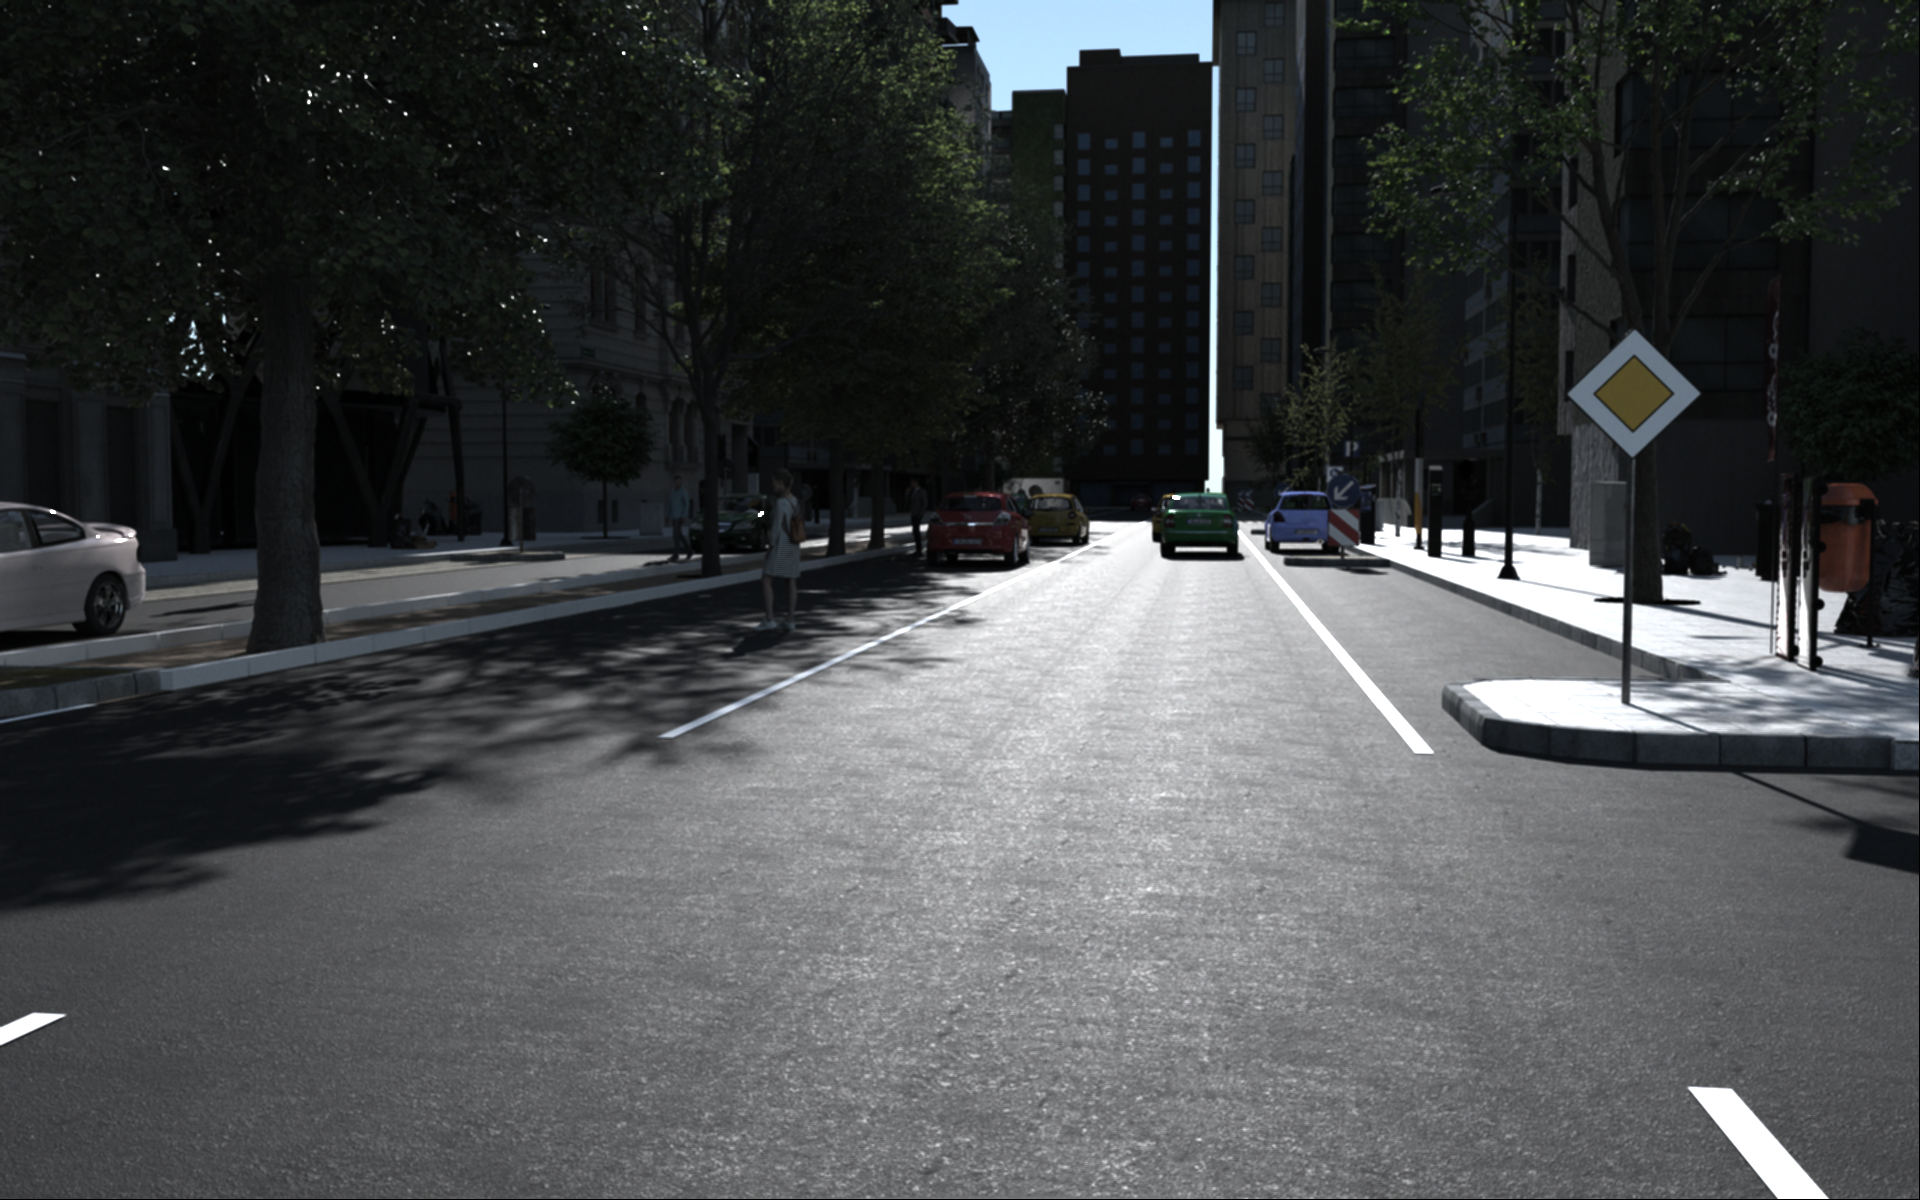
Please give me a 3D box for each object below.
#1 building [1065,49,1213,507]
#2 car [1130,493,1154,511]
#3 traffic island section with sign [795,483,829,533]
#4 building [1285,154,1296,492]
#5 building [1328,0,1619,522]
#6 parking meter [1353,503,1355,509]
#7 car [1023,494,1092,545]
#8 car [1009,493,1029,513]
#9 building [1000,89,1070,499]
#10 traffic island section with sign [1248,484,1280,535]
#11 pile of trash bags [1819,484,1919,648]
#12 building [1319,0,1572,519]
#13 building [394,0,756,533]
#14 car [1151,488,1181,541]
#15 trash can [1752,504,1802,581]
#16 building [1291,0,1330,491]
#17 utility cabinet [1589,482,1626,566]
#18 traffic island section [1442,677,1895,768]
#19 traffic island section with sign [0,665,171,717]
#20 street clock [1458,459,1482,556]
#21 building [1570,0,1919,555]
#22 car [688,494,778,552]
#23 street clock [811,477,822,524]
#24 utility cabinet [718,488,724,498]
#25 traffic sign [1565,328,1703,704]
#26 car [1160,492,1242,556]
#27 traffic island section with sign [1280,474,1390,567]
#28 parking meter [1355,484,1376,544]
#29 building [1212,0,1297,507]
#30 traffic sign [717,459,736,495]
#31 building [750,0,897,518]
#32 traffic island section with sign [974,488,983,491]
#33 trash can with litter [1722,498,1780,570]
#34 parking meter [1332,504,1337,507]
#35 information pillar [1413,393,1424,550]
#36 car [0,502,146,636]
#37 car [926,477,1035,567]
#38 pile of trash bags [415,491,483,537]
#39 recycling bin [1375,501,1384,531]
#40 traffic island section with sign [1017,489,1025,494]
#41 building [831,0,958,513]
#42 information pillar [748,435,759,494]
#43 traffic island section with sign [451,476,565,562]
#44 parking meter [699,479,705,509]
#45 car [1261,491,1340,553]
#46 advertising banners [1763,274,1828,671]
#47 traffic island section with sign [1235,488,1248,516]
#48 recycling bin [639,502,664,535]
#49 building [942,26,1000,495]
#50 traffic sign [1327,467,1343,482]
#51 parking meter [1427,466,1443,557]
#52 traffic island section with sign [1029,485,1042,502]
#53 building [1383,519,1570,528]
[{"bbox_3d":[18.518,-32.264,177.623,14.200,45.320,14.600,0,4,8],"label":"building"},{"bbox_3d":[15.848,-8.685,151.038,2.155,1.783,4.494,0,4,8],"label":"car"},{"bbox_3d":[-5.856,-3.394,64.123,1.989,1.847,2.006,0,4,8],"label":"traffic island section with sign"},{"bbox_3d":[35.208,-23.083,149.113,14.160,30.474,14.107,0,4,8],"label":"building"},{"bbox_3d":[27.639,-19.923,97.436,14.160,30.474,14.107,0,4,8],"label":"building"},{"bbox_3d":[13.746,-3.137,59.697,0.372,1.533,0.369,0,3,0],"label":"parking meter"},{"bbox_3d":[2.794,-2.458,50.407,2.015,1.641,3.980,1,4,9],"label":"car"},{"bbox_3d":[3.299,-5.830,104.119,1.959,1.807,4.718,0,4,7],"label":"car"},{"bbox_3d":[4.477,-30.328,179.454,14.086,41.232,14.154,0,4,8],"label":"building"},{"bbox_3d":[11.425,-3.260,61.927,1.989,1.847,2.006,0,4,8],"label":"traffic island section with sign"},{"bbox_3d":[8.727,-0.348,15.450,3.447,1.369,1.912,-2,4,-31],"label":"pile of trash bags"},{"bbox_3d":[39.989,-25.854,114.592,32.217,40.220,23.993,0,4,8],"label":"building"},{"bbox_3d":[-17.043,-17.188,68.418,14.401,28.519,23.554,0,4,8],"label":"building"},{"bbox_3d":[6.950,-2.685,54.116,2.015,1.641,3.980,1,4,10],"label":"car"},{"bbox_3d":[12.175,-0.862,25.754,0.748,1.137,0.748,0,3,0],"label":"trash can"},{"bbox_3d":[33.328,-29.634,134.634,14.600,45.320,14.200,0,4,8],"label":"building"},{"bbox_3d":[11.617,-1.349,30.736,1.173,1.500,0.318,-3,5,-43],"label":"utility cabinet"},{"bbox_3d":[4.100,0.713,10.623,2.009,0.180,2.903,0,4,8],"label":"traffic island section"},{"bbox_3d":[-6.912,-0.227,11.844,2.006,1.907,1.989,0,4,8],"label":"traffic island section with sign"},{"bbox_3d":[10.550,-1.915,35.877,0.358,2.002,0.471,-2,4,-26],"label":"street clock"},{"bbox_3d":[21.819,-16.505,41.558,14.160,30.474,14.107,0,4,8],"label":"building"},{"bbox_3d":[-5.537,-1.999,44.484,2.131,1.459,4.920,1,4,9],"label":"car"},{"bbox_3d":[-6.226,-4.327,75.318,0.471,2.002,0.358,-1,4,-14],"label":"street clock"},{"bbox_3d":[-8.373,-3.085,59.114,0.318,1.500,1.173,0,4,8],"label":"utility cabinet"},{"bbox_3d":[4.076,-0.422,10.550,0.795,2.450,0.064,0,4,8],"label":"traffic sign"},{"bbox_3d":[5.723,-1.983,41.226,1.959,1.807,4.718,1,4,9],"label":"car"},{"bbox_3d":[7.574,-1.612,34.977,1.989,1.847,2.006,0,4,8],"label":"traffic island section with sign"},{"bbox_3d":[10.491,-2.211,44.554,0.372,1.533,0.369,0,3,0],"label":"parking meter"},{"bbox_3d":[40.164,-36.226,181.528,27.495,52.752,28.713,0,4,8],"label":"building"},{"bbox_3d":[-8.412,-3.795,62.149,0.768,2.556,0.104,1,4,15],"label":"traffic sign"},{"bbox_3d":[-20.883,-25.094,102.175,32.217,40.220,23.993,0,4,8],"label":"building"},{"bbox_3d":[1.216,-6.434,113.821,1.989,1.847,2.006,0,4,8],"label":"traffic island section with sign"},{"bbox_3d":[13.675,-1.109,29.183,1.678,1.210,2.233,0,4,5],"label":"trash can with litter"},{"bbox_3d":[13.658,-3.320,62.696,0.372,1.533,0.369,0,3,0],"label":"parking meter"},{"bbox_3d":[10.601,-2.974,39.975,0.183,3.616,0.504,2,4,27],"label":"information pillar"},{"bbox_3d":[-9.708,-0.244,16.358,2.083,1.381,4.827,0,4,7],"label":"car"},{"bbox_3d":[0.430,-1.637,35.801,2.155,1.783,4.494,0,4,7],"label":"car"},{"bbox_3d":[-15.723,-2.676,53.508,1.912,1.369,3.447,-1,4,-23],"label":"pile of trash bags"},{"bbox_3d":[14.458,-2.951,60.806,0.722,1.027,0.722,1,4,21],"label":"recycling bin"},{"bbox_3d":[5.002,-8.066,140.510,1.989,1.847,2.006,0,4,8],"label":"traffic island section with sign"},{"bbox_3d":[-12.100,-28.953,128.010,22.147,44.769,28.867,0,4,8],"label":"building"},{"bbox_3d":[-8.212,-4.732,68.717,0.504,3.616,0.183,2,4,32],"label":"information pillar"},{"bbox_3d":[-9.667,-1.762,37.433,1.989,1.847,2.006,0,4,8],"label":"traffic island section with sign"},{"bbox_3d":[-9.699,-3.672,65.740,0.255,1.863,0.399,2,4,30],"label":"parking meter"},{"bbox_3d":[8.589,-2.081,43.614,1.945,1.707,3.694,0,4,7],"label":"car"},{"bbox_3d":[6.407,-1.050,13.354,0.090,3.025,2.074,1,4,14],"label":"advertising banners"},{"bbox_3d":[18.458,-6.284,111.364,1.989,1.847,2.006,0,4,8],"label":"traffic island section with sign"},{"bbox_3d":[-9.616,-2.534,53.986,0.722,1.027,0.722,0,4,-8],"label":"recycling bin"},{"bbox_3d":[-4.544,-28.861,155.474,14.086,41.232,14.154,0,4,8],"label":"building"},{"bbox_3d":[13.873,-3.794,64.156,0.606,2.300,0.079,1,4,15],"label":"traffic sign"},{"bbox_3d":[9.713,-1.816,35.406,0.255,1.863,0.399,1,4,11],"label":"parking meter"},{"bbox_3d":[3.674,-4.777,86.236,2.006,1.907,1.989,0,4,8],"label":"traffic island section with sign"},{"bbox_3d":[34.045,-23.106,69.672,32.217,40.220,23.993,0,4,8],"label":"building"}]
